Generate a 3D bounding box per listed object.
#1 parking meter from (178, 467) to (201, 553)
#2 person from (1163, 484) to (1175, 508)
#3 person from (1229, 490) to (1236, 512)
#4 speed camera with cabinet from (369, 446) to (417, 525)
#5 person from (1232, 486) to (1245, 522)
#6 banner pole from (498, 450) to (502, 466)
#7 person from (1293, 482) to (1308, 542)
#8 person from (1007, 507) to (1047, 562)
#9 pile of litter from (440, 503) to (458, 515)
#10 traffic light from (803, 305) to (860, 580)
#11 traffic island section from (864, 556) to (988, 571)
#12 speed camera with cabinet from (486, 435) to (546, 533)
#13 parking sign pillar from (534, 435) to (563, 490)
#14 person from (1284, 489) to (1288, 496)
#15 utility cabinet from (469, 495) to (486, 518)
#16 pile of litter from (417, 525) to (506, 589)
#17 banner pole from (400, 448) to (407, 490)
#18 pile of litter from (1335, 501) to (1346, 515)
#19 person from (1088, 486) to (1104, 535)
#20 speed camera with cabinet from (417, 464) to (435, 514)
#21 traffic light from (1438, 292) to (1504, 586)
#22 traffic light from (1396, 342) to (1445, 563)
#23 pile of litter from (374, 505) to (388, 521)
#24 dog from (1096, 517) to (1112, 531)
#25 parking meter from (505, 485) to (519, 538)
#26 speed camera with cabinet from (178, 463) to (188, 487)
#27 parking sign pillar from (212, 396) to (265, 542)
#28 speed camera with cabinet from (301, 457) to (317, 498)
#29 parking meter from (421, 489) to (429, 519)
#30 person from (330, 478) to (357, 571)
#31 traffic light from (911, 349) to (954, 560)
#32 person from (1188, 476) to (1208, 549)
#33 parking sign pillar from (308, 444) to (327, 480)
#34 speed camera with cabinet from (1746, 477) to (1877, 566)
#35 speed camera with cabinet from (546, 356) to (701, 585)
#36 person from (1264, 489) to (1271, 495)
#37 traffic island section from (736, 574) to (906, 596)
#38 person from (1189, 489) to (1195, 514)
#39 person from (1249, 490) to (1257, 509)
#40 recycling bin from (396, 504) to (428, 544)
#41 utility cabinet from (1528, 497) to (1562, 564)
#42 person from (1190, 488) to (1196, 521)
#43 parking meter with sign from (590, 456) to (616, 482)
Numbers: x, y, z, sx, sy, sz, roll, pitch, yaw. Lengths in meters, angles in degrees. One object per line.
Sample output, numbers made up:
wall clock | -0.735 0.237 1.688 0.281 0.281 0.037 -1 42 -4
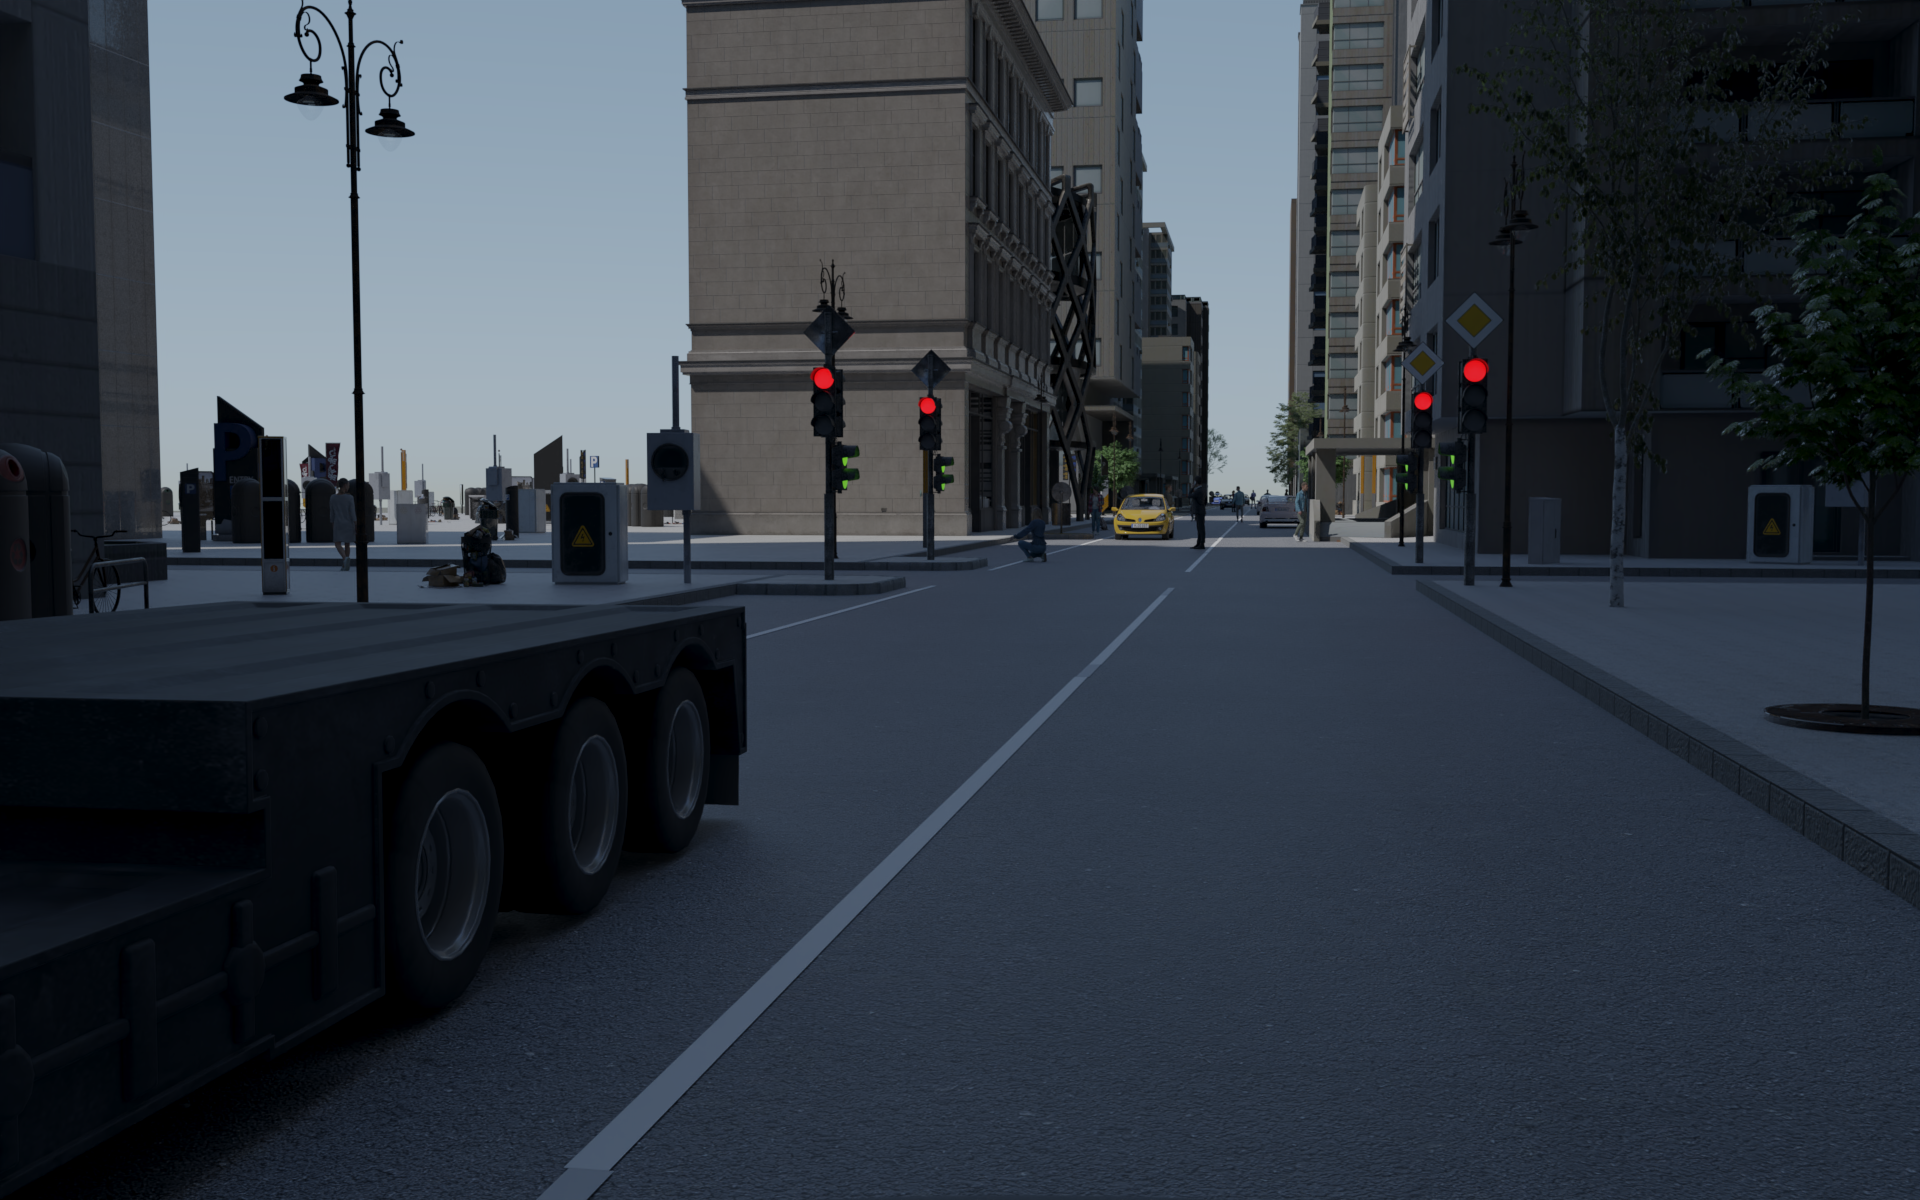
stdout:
parking meter | -16.905 -1.974 37.992 0.399 1.863 0.255 -2 4 -32
person | 6.969 -2.977 57.719 0.362 1.759 0.519 -1 4 -17
person | 21.648 -7.787 136.534 1.217 1.743 0.721 -2 4 -35
speed camera with cabinet | -23.807 -4.779 72.474 0.660 3.252 2.038 2 4 24
person | 14.144 -4.862 87.861 0.638 1.841 0.748 0 4 8
banner pole | -25.998 -6.603 97.976 0.401 3.779 0.863 0 4 -3
person | 10.203 -2.625 51.765 0.601 1.785 0.444 -3 5 -39
person | 1.452 -1.383 36.610 1.012 1.151 0.738 -3 5 -43
pile of litter | -32.045 -5.771 108.322 1.176 0.858 1.719 1 4 20
traffic light | -1.939 -2.256 25.800 0.839 4.253 0.868 1 4 10
traffic island section | -0.592 -0.705 33.806 2.009 0.180 2.903 1 4 10
speed camera with cabinet | -14.751 -3.864 57.515 2.038 3.252 0.660 2 4 24
parking sign pillar | -18.719 -5.527 78.832 1.447 3.967 1.447 -1 4 -9
person | 23.899 -7.216 126.619 0.705 1.807 1.348 1 4 22
utility cabinet | -26.114 -5.061 93.907 1.020 1.237 0.306 1 4 23
pile of litter | -7.031 -0.632 24.295 1.176 0.858 1.719 2 4 24
banner pole | -30.412 -6.403 94.703 0.401 3.779 0.863 -3 5 -44
pile of litter | 22.894 -5.605 105.604 1.176 0.858 1.719 0 4 6
person | 4.781 -3.144 60.735 0.563 1.720 0.643 1 4 20
speed camera with cabinet | -35.099 -7.286 113.455 0.660 3.252 2.038 0 4 4
traffic light | 7.135 -2.159 24.223 0.839 4.253 0.868 1 4 10
traffic light | 8.521 -2.640 32.088 0.839 4.253 0.868 1 4 10
pile of litter | -28.156 -4.269 83.757 1.176 0.858 1.719 1 4 9
dog | 5.640 -3.144 68.238 0.800 0.831 0.513 2 4 33
parking meter | -13.043 -2.570 50.434 0.372 1.533 0.369 0 3 0
speed camera with cabinet | -49.743 -7.188 111.854 0.660 3.252 2.038 0 4 1
parking sign pillar | -19.709 -3.602 47.366 1.447 3.967 1.447 0 4 8
speed camera with cabinet | -35.115 -5.947 91.565 2.038 3.252 0.660 0 4 -4
parking meter | -27.910 -5.016 90.418 0.372 1.533 0.369 0 3 0
person | -11.278 -1.377 31.763 0.466 1.731 0.760 -3 4 -36
traffic light | -0.554 -2.737 33.665 0.839 4.253 0.868 1 4 10
person | 6.177 -2.276 45.070 0.474 1.900 0.648 1 4 17
parking sign pillar | -34.612 -6.446 93.868 1.447 3.967 1.447 2 4 34
speed camera with cabinet | 15.443 -2.268 31.418 0.660 3.252 2.038 -3 5 -42
speed camera with cabinet | -4.765 -1.857 24.692 2.038 3.252 0.660 0 4 2
person | 25.079 -8.112 141.217 1.350 1.814 0.705 2 4 24
traffic island section | -1.977 -0.224 25.942 2.009 0.180 2.903 1 4 10
person | 16.682 -7.019 123.397 0.705 1.807 1.348 2 4 29
person | 28.522 -9.802 168.629 0.709 1.838 0.599 -1 4 -11
recycling bin | -14.195 -1.978 44.899 0.722 1.027 0.722 -1 4 -11
utility cabinet | 10.811 -1.275 32.001 0.306 1.237 1.020 3 4 36
person | 12.489 -5.029 91.209 0.782 1.767 0.515 -1 4 -11
parking meter with sign | -16.148 -5.097 79.591 0.543 3.016 1.738 3 4 36
